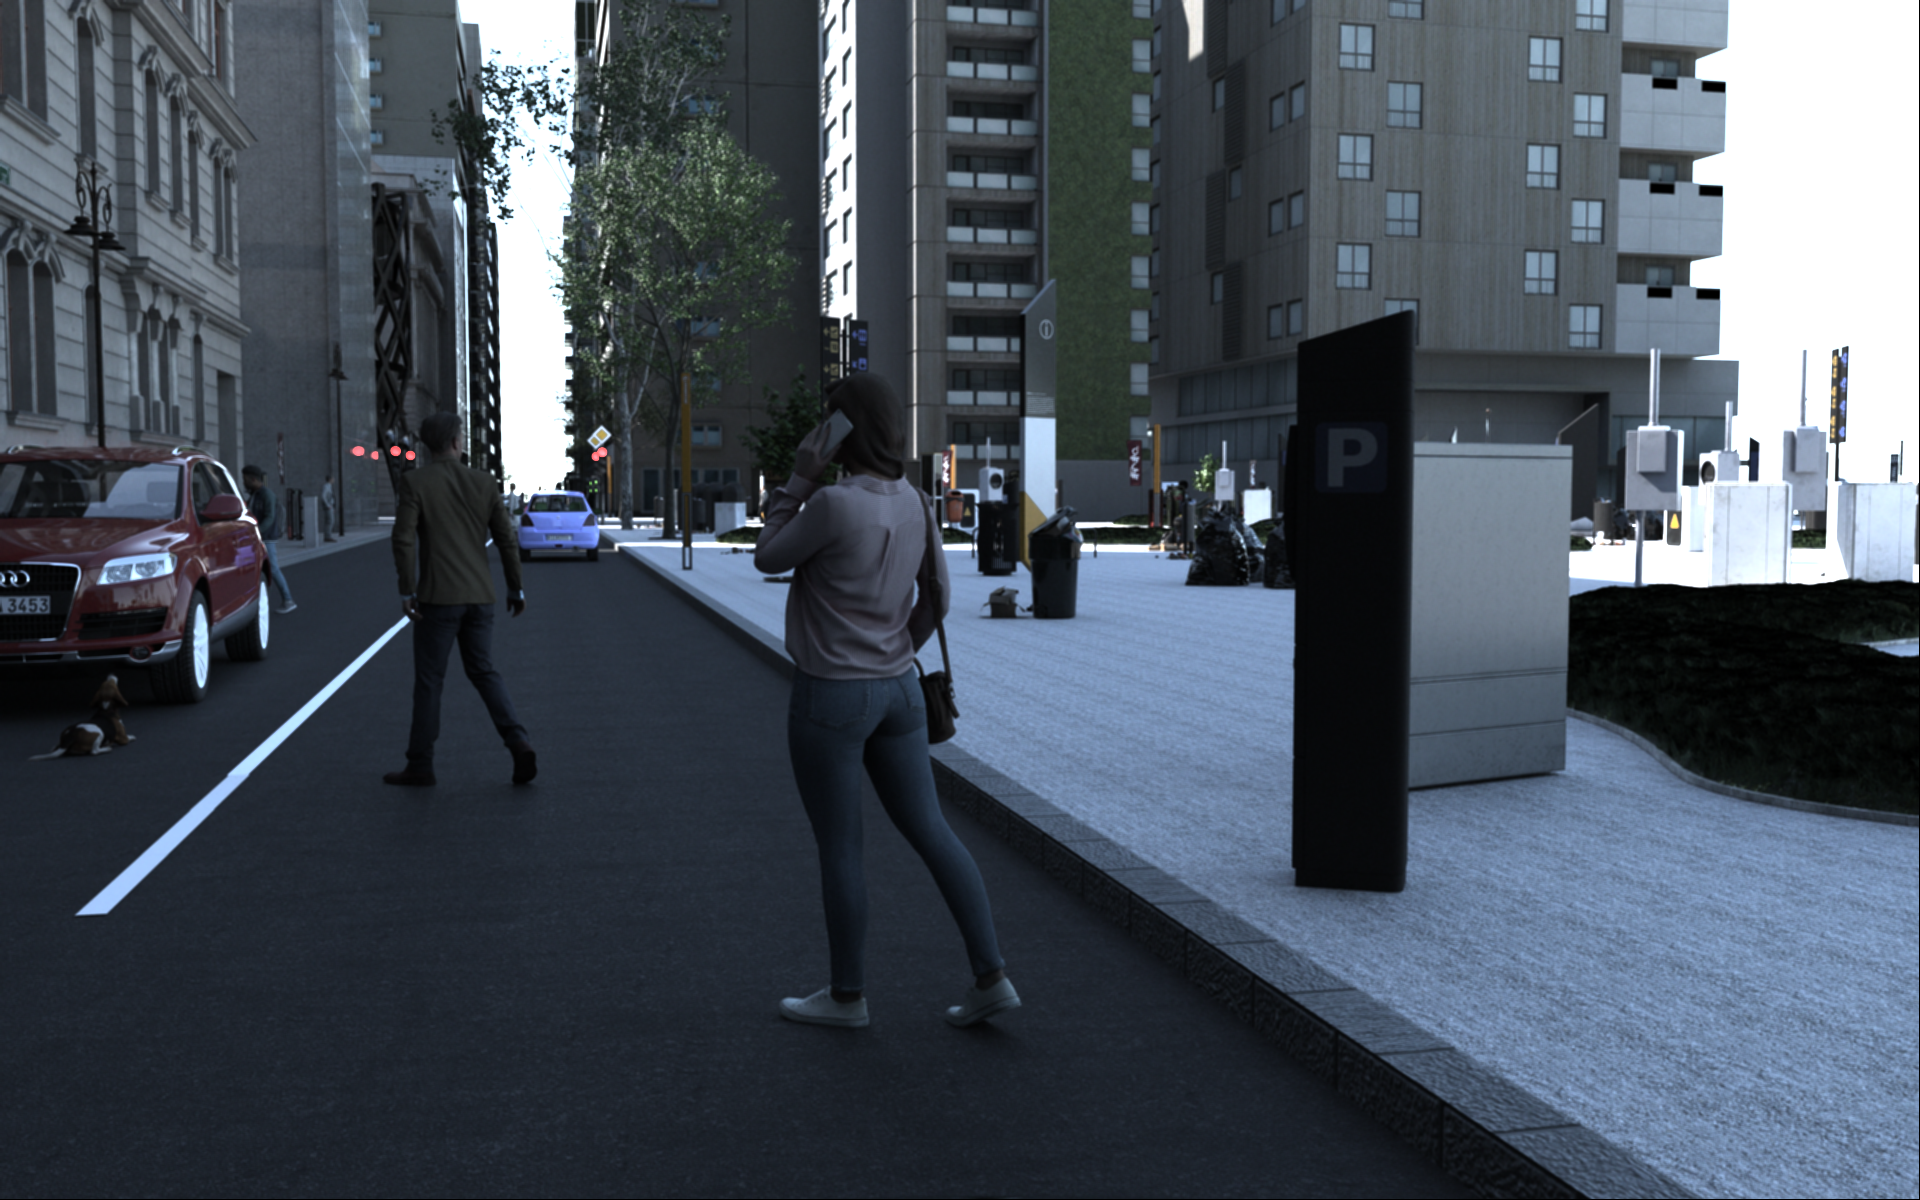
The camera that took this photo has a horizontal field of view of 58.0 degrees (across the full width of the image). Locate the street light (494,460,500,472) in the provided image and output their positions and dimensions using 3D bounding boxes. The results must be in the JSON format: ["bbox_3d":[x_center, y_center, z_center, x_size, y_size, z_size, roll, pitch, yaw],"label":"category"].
[{"bbox_3d":[-62.390,-15.876,232.362,0.468,5.910,1.993,-1,4,-14],"label":"street light"}]

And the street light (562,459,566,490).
[{"bbox_3d":[-44.511,-13.659,196.115,0.468,5.910,1.993,-1,4,-14],"label":"street light"}]

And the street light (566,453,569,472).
[{"bbox_3d":[-37.431,-11.877,166.969,0.468,5.910,1.993,-1,4,-14],"label":"street light"}]

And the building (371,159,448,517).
[{"bbox_3d":[-39.456,-16.306,108.402,13.314,21.916,24.055,-1,4,-14],"label":"building"}]

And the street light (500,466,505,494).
[{"bbox_3d":[-69.228,-17.613,260.757,0.468,5.910,1.993,-1,4,-14],"label":"street light"}]

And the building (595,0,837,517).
[{"bbox_3d":[-11.066,-29.516,106.296,21.300,48.544,21.600,-1,4,-14],"label":"building"}]

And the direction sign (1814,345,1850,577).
[{"bbox_3d":[13.569,-2.129,26.801,0.379,3.537,0.876,1,4,12],"label":"direction sign"}]

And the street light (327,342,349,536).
[{"bbox_3d":[-18.874,-4.886,52.678,0.468,5.910,1.993,-1,4,-14],"label":"street light"}]

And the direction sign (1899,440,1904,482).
[{"bbox_3d":[39.250,-4.909,72.256,0.379,3.537,0.876,2,4,35],"label":"direction sign"}]

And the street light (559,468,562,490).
[{"bbox_3d":[-51.415,-15.404,224.650,0.468,5.910,1.993,-1,4,-14],"label":"street light"}]

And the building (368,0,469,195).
[{"bbox_3d":[-55.839,-32.597,156.670,21.300,48.544,21.600,-1,4,-14],"label":"building"}]

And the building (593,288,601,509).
[{"bbox_3d":[-15.425,-18.120,141.307,27.650,21.520,28.899,-1,4,-14],"label":"building"}]

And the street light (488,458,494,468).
[{"bbox_3d":[-57.153,-14.522,210.229,0.468,5.910,1.993,-1,4,-14],"label":"street light"}]

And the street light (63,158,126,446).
[{"bbox_3d":[-12.060,-3.149,24.278,0.468,5.910,1.993,-1,4,-14],"label":"street light"}]

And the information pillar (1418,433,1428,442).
[{"bbox_3d":[17.697,-4.593,66.443,0.504,3.616,0.183,-1,4,-12],"label":"information pillar"}]

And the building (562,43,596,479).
[{"bbox_3d":[-30.771,-34.867,189.679,23.786,49.044,30.456,-1,4,-14],"label":"building"}]

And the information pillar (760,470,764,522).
[{"bbox_3d":[-9.091,-5.401,79.656,0.183,3.616,0.504,-1,4,-17],"label":"information pillar"}]

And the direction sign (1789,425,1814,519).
[{"bbox_3d":[27.768,-3.981,57.085,0.876,3.537,0.379,1,4,16],"label":"direction sign"}]

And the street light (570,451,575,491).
[{"bbox_3d":[-33.462,-10.885,150.754,0.468,5.910,1.993,-1,4,-14],"label":"street light"}]

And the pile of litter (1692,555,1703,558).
[{"bbox_3d":[15.556,-1.256,34.498,1.176,0.858,1.719,-3,5,-44],"label":"pile of litter"}]

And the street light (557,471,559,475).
[{"bbox_3d":[-57.203,-16.865,248.531,0.468,5.910,1.993,-1,4,-14],"label":"street light"}]

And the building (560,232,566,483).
[{"bbox_3d":[-50.504,-39.807,270.445,23.786,49.044,30.456,-1,4,-14],"label":"building"}]

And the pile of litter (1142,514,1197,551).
[{"bbox_3d":[4.988,-1.538,39.118,1.719,0.858,1.176,3,5,43],"label":"pile of litter"}]

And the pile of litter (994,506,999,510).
[{"bbox_3d":[1.378,-3.218,66.575,1.719,0.858,1.176,0,4,6],"label":"pile of litter"}]

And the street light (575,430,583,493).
[{"bbox_3d":[-26.686,-9.136,122.160,0.468,5.910,1.993,-1,4,-14],"label":"street light"}]

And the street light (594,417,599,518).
[{"bbox_3d":[-19.647,-7.393,93.658,0.468,5.910,1.993,-1,4,-14],"label":"street light"}]

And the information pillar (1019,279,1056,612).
[{"bbox_3d":[0.856,-1.681,18.840,0.504,3.616,0.183,-3,5,-42],"label":"information pillar"}]

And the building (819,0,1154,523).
[{"bbox_3d":[0.820,-24.662,86.820,14.086,41.232,14.154,-1,4,-14],"label":"building"}]

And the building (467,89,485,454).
[{"bbox_3d":[-61.882,-32.241,181.764,22.147,44.769,28.867,-1,4,-14],"label":"building"}]

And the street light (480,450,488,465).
[{"bbox_3d":[-49.855,-12.714,180.653,0.468,5.910,1.993,-1,4,-14],"label":"street light"}]

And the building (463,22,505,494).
[{"bbox_3d":[-81.384,-50.674,266.769,20.563,71.187,20.611,-1,4,-14],"label":"building"}]

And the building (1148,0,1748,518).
[{"bbox_3d":[26.821,-31.326,101.420,27.495,52.752,28.713,-1,4,-14],"label":"building"}]

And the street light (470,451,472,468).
[{"bbox_3d":[-43.025,-10.975,152.223,0.468,5.910,1.993,-1,4,-14],"label":"street light"}]

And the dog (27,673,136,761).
[{"bbox_3d":[-4.921,0.643,9.685,0.550,0.427,0.748,3,5,42],"label":"dog"}]

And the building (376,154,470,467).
[{"bbox_3d":[-43.576,-19.084,130.051,12.078,24.808,19.932,-1,4,-14],"label":"building"}]

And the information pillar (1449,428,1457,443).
[{"bbox_3d":[17.301,-4.251,60.851,0.183,3.616,0.504,2,4,35],"label":"information pillar"}]

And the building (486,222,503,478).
[{"bbox_3d":[-87.495,-40.609,287.659,21.300,48.544,21.600,-1,4,-14],"label":"building"}]

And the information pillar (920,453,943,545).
[{"bbox_3d":[-0.512,-1.632,31.171,0.304,2.012,0.304,2,4,32],"label":"information pillar"}]

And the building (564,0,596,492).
[{"bbox_3d":[-45.856,-49.322,244.672,20.563,71.187,20.611,-1,4,-14],"label":"building"}]

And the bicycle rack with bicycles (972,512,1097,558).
[{"bbox_3d":[1.299,-1.311,34.819,2.852,0.926,2.925,3,5,39],"label":"bicycle rack with bicycles"}]

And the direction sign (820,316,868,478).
[{"bbox_3d":[-1.490,-1.862,22.435,0.379,3.537,0.876,3,4,39],"label":"direction sign"}]

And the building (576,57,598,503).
[{"bbox_3d":[-29.631,-29.578,167.200,14.154,41.232,14.086,-1,4,-14],"label":"building"}]

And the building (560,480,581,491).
[{"bbox_3d":[-53.051,-37.101,298.478,32.217,40.220,23.993,-1,4,-14],"label":"building"}]

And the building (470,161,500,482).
[{"bbox_3d":[-77.086,-38.068,242.026,23.786,49.044,30.456,-1,4,-14],"label":"building"}]

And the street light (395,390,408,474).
[{"bbox_3d":[-24.708,-6.358,76.748,0.468,5.910,1.993,-1,4,-14],"label":"street light"}]

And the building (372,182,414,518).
[{"bbox_3d":[-34.889,-13.126,82.063,16.820,18.784,16.811,-1,4,-14],"label":"building"}]

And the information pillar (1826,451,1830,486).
[{"bbox_3d":[46.735,-6.251,93.560,0.183,3.616,0.504,-1,4,-12],"label":"information pillar"}]
